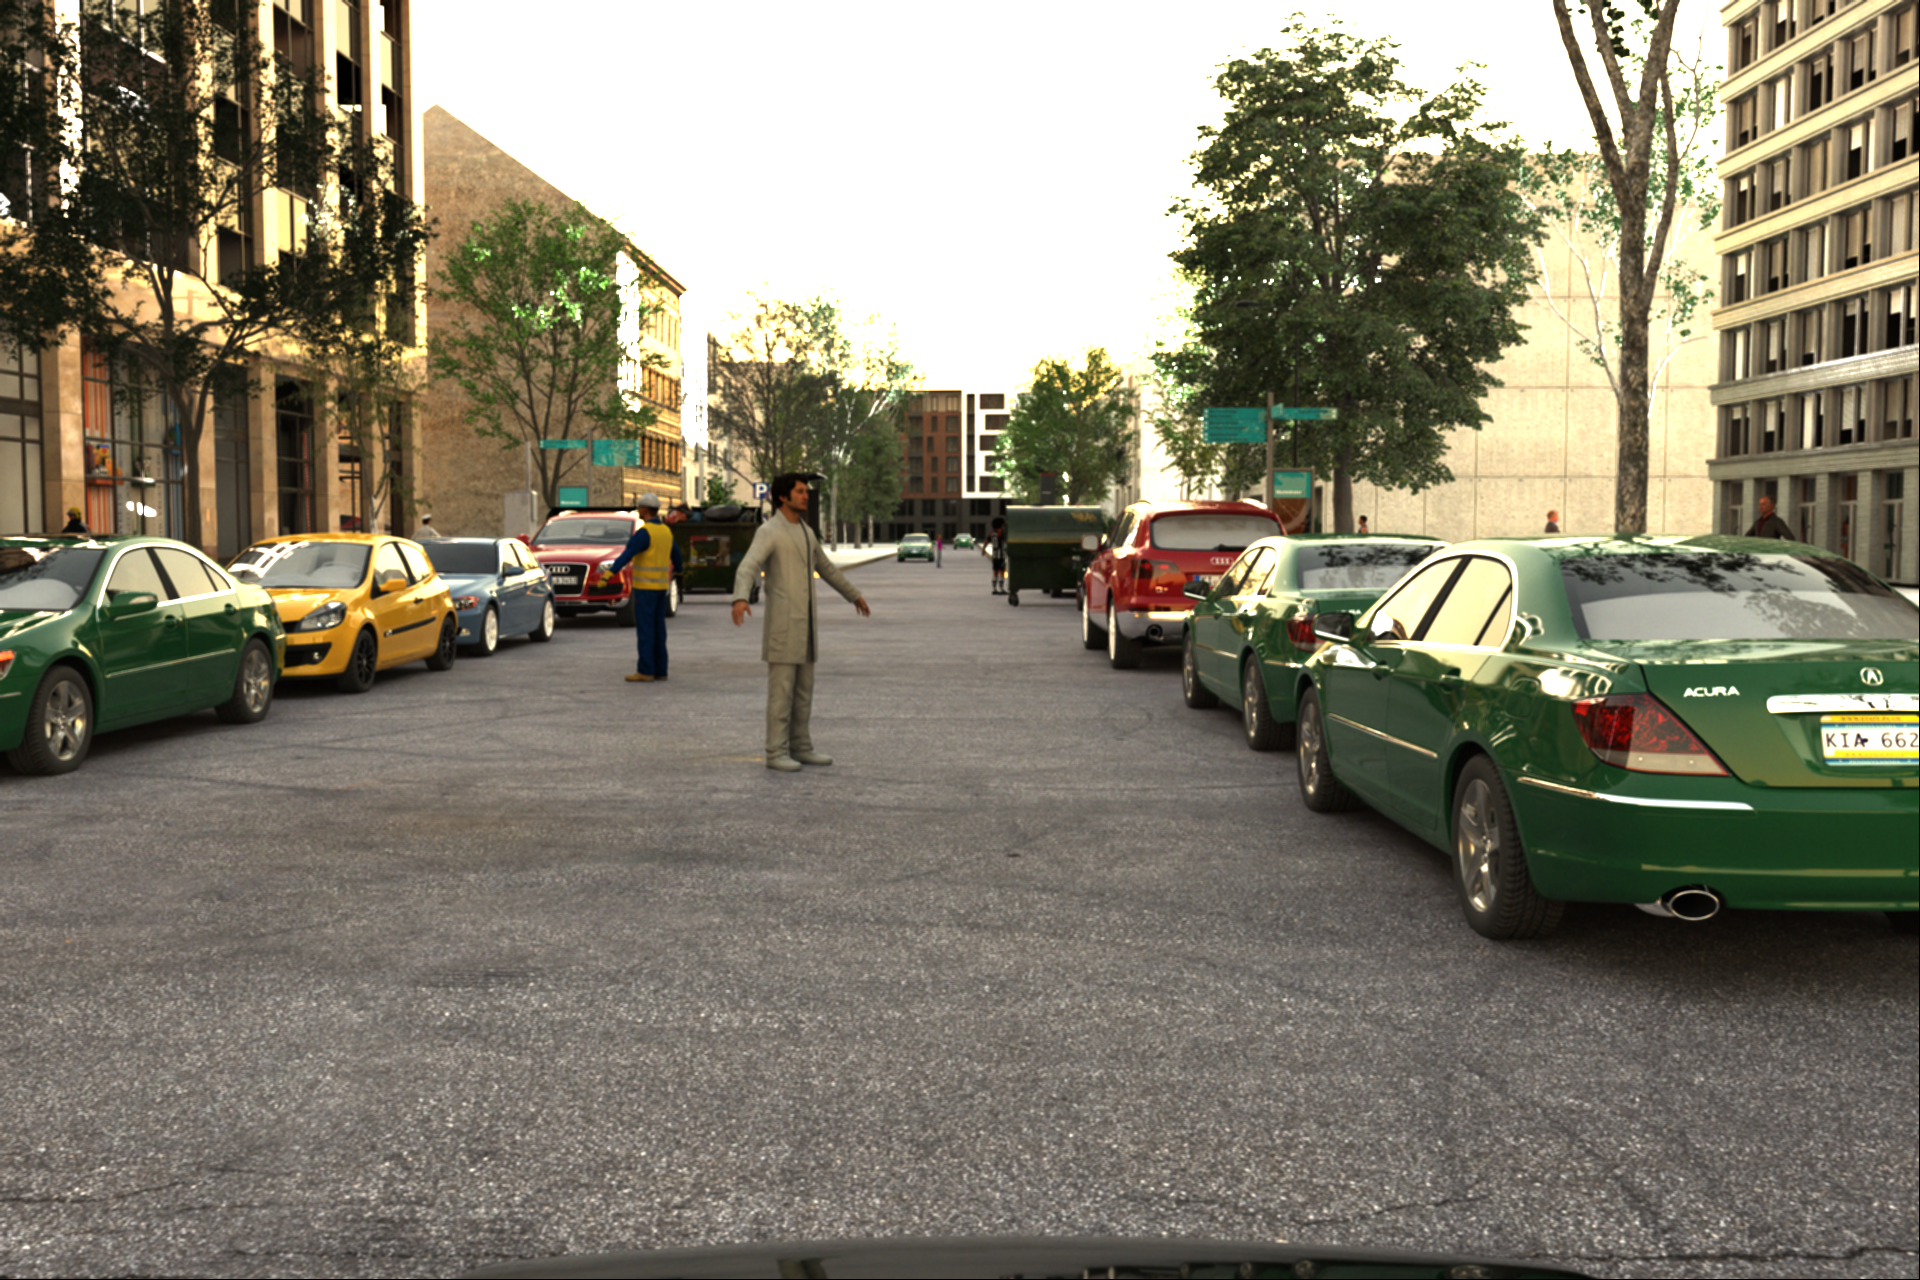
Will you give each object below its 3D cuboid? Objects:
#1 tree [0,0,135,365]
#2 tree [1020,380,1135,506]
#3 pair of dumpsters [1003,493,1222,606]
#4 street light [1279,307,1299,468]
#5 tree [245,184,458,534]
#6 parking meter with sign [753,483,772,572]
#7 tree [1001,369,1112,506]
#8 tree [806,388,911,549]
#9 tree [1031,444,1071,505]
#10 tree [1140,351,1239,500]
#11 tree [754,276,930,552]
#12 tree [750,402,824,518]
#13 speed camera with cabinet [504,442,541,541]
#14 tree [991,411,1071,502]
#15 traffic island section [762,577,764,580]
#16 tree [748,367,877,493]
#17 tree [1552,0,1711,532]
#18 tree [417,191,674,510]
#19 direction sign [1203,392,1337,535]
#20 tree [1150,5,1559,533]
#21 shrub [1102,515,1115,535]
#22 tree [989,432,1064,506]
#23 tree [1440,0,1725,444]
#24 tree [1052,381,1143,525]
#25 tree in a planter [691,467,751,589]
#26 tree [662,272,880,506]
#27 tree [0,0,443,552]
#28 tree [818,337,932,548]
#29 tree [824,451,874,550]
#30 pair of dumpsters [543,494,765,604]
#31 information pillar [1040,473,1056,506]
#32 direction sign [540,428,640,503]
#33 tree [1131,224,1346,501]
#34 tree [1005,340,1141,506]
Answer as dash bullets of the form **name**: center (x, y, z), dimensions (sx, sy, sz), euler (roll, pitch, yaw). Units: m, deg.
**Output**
- **tree**: center (-12.304, -5.087, 17.580), dimensions (7.601, 10.594, 8.767), euler (-2, 4, -26)
- **tree**: center (7.025, -10.239, 101.827), dimensions (7.601, 10.594, 8.767), euler (-2, 4, -32)
- **pair of dumpsters**: center (3.087, -1.825, 34.793), dimensions (4.436, 2.255, 1.574), euler (0, 4, -1)
- **street light**: center (7.250, -3.796, 34.614), dimensions (1.470, 5.913, 1.316), euler (0, 3, 0)
- **tree**: center (-12.242, -5.266, 36.468), dimensions (4.360, 8.622, 3.978), euler (0, 3, 0)
- **parking meter with sign**: center (-6.725, -3.884, 59.766), dimensions (0.543, 3.016, 1.738), euler (0, 4, 2)
- **tree**: center (6.360, -12.179, 117.251), dimensions (7.486, 12.596, 7.792), euler (0, 3, 0)
- **tree**: center (-8.994, -14.893, 150.152), dimensions (9.857, 13.997, 8.962), euler (0, 3, 0)
- **tree**: center (6.267, -10.822, 127.305), dimensions (4.360, 8.622, 3.978), euler (0, 3, 0)
- **tree**: center (9.078, -7.158, 67.394), dimensions (4.737, 8.622, 4.395), euler (0, 3, 0)
- **tree**: center (-8.535, -16.504, 125.722), dimensions (12.611, 20.169, 13.585), euler (0, 3, 0)
- **tree**: center (-9.246, -8.689, 92.434), dimensions (4.737, 8.622, 4.395), euler (0, 3, 0)
- **speed camera with cabinet**: center (-9.448, -2.662, 37.860), dimensions (0.660, 3.252, 2.038), euler (0, 4, -1)
- **tree**: center (6.315, -13.102, 139.977), dimensions (9.928, 11.665, 9.643), euler (0, 3, 0)
- **traffic island section**: center (-6.379, -1.972, 55.111), dimensions (1.991, 0.108, 1.994), euler (0, 4, 0)
- **tree**: center (-8.830, -10.891, 103.828), dimensions (9.928, 11.665, 9.643), euler (0, 3, 0)
- **tree**: center (7.254, -10.172, 22.201), dimensions (12.611, 20.169, 13.585), euler (0, 3, 0)
- **tree**: center (-12.640, -7.800, 53.287), dimensions (9.928, 11.665, 9.643), euler (0, 3, 0)
- **direction sign**: center (5.843, -2.654, 32.159), dimensions (2.525, 3.948, 1.411), euler (0, 4, 0)
- **tree**: center (9.300, -8.265, 41.790), dimensions (9.857, 13.997, 8.962), euler (0, 3, 0)
- **shrub**: center (6.320, -4.211, 72.892), dimensions (1.661, 2.075, 1.752), euler (0, 3, 0)
- **tree**: center (6.364, -14.133, 156.827), dimensions (9.928, 11.665, 9.643), euler (0, 3, 0)
- **tree**: center (23.873, -12.713, 63.746), dimensions (12.611, 20.169, 13.585), euler (0, 3, 0)
- **tree**: center (6.068, -8.190, 84.265), dimensions (4.360, 8.622, 3.978), euler (0, 3, 0)
- **tree in a planter**: center (-6.418, -2.989, 46.087), dimensions (1.991, 3.239, 1.994), euler (0, 4, 1)
- **tree**: center (-8.878, -10.516, 82.304), dimensions (12.009, 13.543, 11.850), euler (0, 3, 0)
- **tree**: center (-11.925, -5.680, 27.284), dimensions (8.767, 10.594, 7.601), euler (1, 4, 11)
- **tree**: center (-9.062, -18.905, 164.990), dimensions (12.611, 20.169, 13.585), euler (0, 3, 0)
- **tree**: center (-9.304, -11.576, 139.624), dimensions (4.360, 8.622, 3.978), euler (0, 3, 0)
- **pair of dumpsters**: center (-6.283, -1.882, 35.720), dimensions (4.436, 2.255, 1.574), euler (0, 4, 1)
- **information pillar**: center (3.745, -5.186, 74.161), dimensions (0.750, 3.857, 0.750), euler (0, 4, -1)
- **direction sign**: center (-9.324, -3.396, 44.281), dimensions (2.525, 3.948, 1.411), euler (0, 4, 0)
- **tree**: center (9.234, -8.027, 57.001), dimensions (9.928, 11.665, 9.643), euler (0, 3, 0)
- **tree**: center (5.997, -10.176, 92.129), dimensions (9.928, 11.665, 9.643), euler (0, 3, 0)
